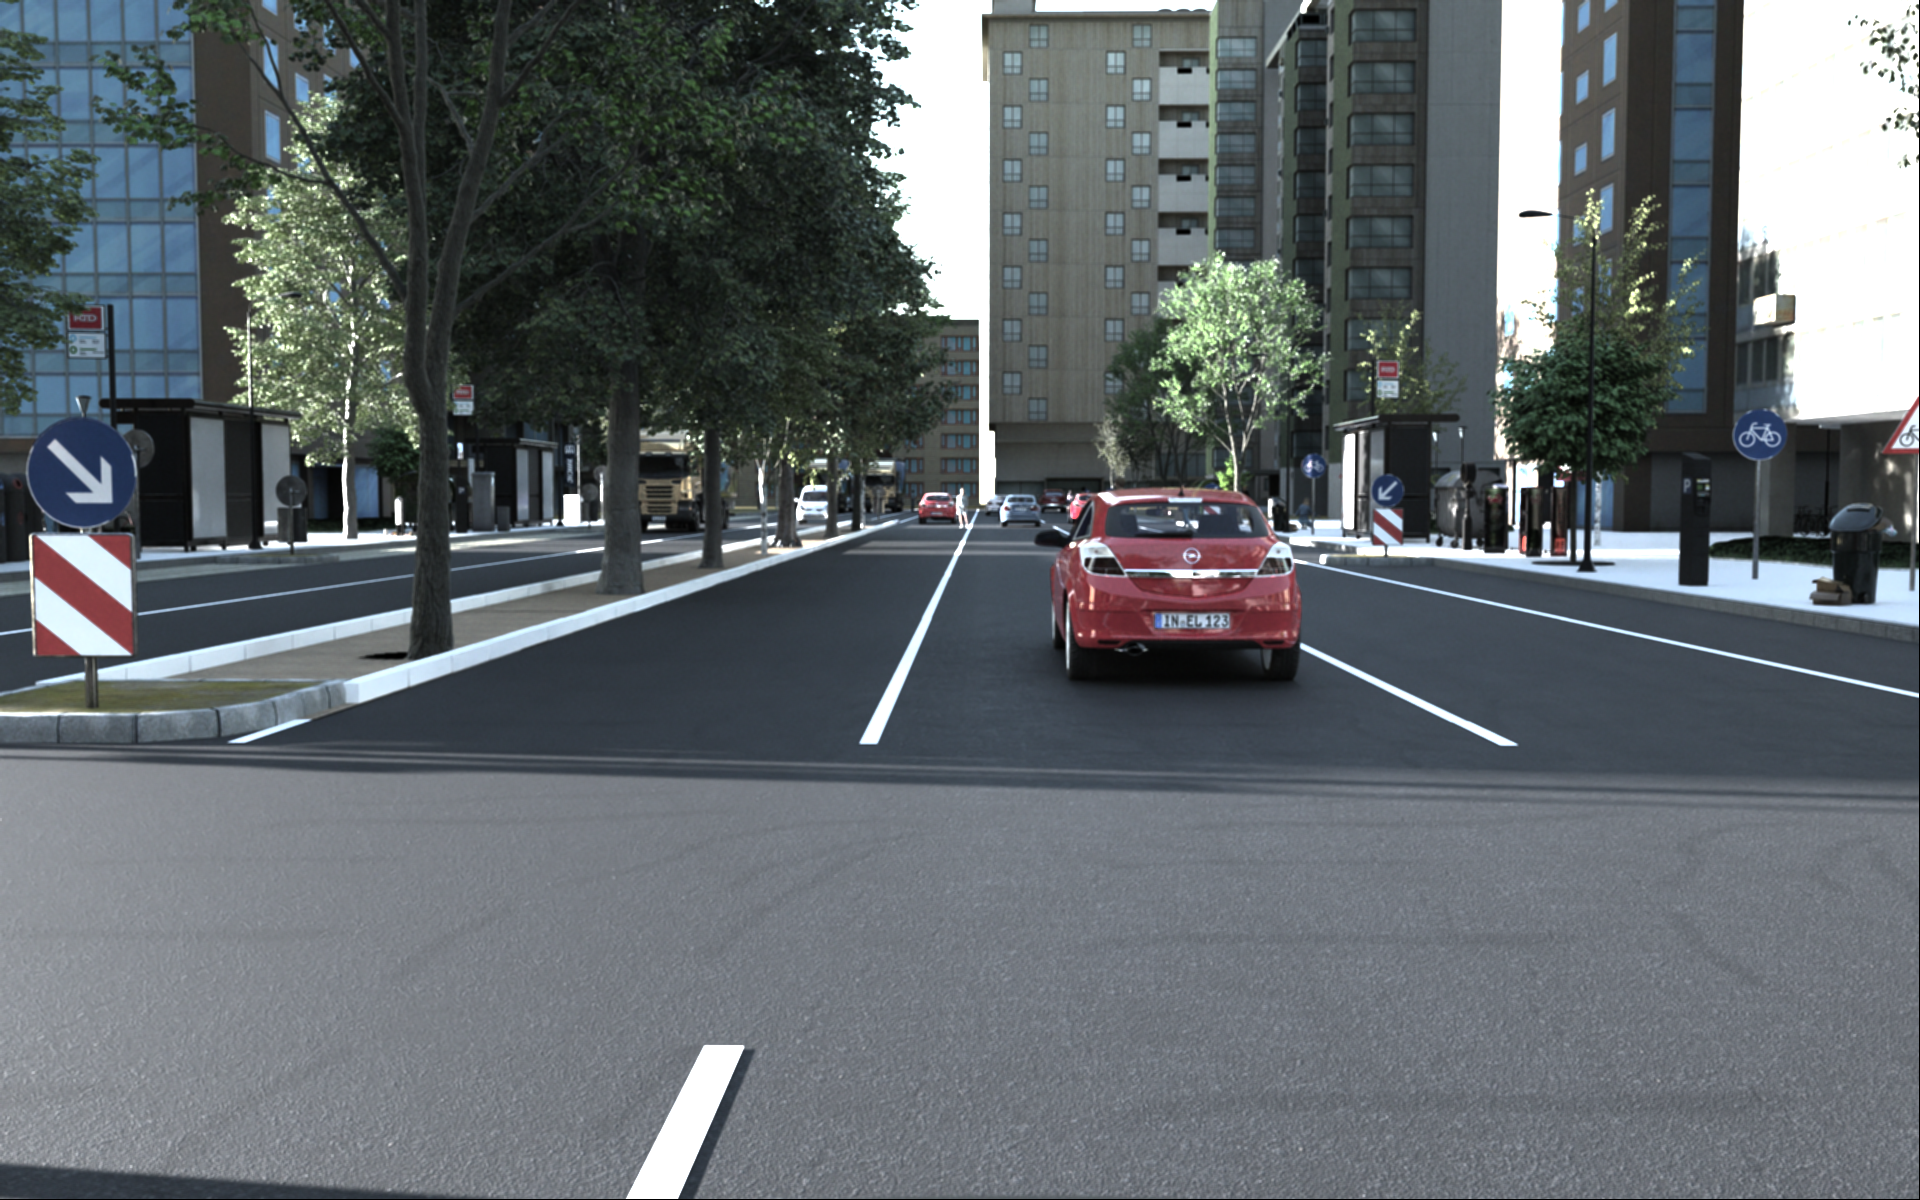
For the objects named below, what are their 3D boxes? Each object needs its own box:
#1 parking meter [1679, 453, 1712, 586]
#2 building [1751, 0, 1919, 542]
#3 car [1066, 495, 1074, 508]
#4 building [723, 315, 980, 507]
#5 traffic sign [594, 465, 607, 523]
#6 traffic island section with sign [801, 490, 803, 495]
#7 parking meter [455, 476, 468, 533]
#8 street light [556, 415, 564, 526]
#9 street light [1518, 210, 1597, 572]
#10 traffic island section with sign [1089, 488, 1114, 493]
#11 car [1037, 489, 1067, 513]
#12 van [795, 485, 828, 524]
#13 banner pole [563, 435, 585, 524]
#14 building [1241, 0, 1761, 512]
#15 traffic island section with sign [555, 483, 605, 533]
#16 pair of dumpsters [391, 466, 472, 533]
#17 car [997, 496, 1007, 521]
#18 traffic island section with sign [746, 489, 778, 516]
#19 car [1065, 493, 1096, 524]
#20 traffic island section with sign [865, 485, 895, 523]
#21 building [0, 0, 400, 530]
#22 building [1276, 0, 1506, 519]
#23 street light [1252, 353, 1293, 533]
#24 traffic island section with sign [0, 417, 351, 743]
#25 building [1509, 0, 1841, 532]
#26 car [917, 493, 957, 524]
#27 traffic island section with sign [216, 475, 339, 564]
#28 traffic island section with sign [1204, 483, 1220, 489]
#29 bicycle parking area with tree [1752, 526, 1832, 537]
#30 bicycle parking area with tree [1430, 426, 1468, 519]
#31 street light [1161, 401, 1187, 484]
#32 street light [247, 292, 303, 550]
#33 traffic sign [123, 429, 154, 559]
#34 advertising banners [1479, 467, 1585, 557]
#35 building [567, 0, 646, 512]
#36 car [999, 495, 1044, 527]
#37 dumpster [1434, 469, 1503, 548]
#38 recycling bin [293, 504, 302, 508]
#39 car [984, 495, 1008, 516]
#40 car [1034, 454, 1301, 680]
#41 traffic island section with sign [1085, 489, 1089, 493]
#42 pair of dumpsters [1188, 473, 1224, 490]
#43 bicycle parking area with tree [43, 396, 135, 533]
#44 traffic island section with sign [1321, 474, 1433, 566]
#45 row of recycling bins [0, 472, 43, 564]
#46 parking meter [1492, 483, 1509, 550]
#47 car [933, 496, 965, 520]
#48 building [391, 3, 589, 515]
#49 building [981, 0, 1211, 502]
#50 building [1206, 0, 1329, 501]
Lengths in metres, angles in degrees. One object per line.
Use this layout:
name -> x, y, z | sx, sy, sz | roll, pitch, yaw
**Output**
parking meter -> 10.302, -1.135, 24.265 | 0.255, 1.863, 0.399 | -1, 4, -8
building -> 30.650, -20.797, 31.917 | 23.993, 40.220, 32.217 | 0, 4, 1
car -> 10.087, -8.988, 159.526 | 1.945, 1.354, 3.894 | 0, 4, 1
building -> -12.247, -21.223, 192.029 | 28.899, 21.520, 27.650 | 0, 4, 1
traffic sign -> -15.797, -4.671, 76.475 | 0.768, 2.556, 0.104 | 0, 4, 4
traffic island section with sign -> -12.565, -8.069, 140.563 | 1.989, 1.847, 2.006 | 0, 4, 1
parking meter -> -16.383, -3.136, 56.982 | 0.399, 1.863, 0.255 | -1, 4, -18
street light -> -15.387, -5.887, 68.789 | 1.470, 5.913, 1.316 | 0, 4, 1
street light -> 9.822, -3.420, 28.463 | 1.470, 5.913, 1.316 | 0, 4, 1
traffic island section with sign -> 9.654, -6.372, 112.802 | 1.989, 1.847, 2.006 | 0, 4, 1
car -> 7.099, -7.603, 132.985 | 2.281, 1.827, 5.304 | 0, 4, 0
van -> -6.882, -4.659, 83.181 | 2.013, 2.044, 4.112 | 0, 4, -1
banner pole -> -16.474, -5.130, 73.886 | 0.863, 3.779, 0.401 | -1, 4, -18
building -> 36.460, -26.592, 126.668 | 32.217, 40.220, 23.993 | 0, 4, 1
traffic island section with sign -> -13.690, -3.366, 63.665 | 1.989, 1.847, 2.006 | 0, 4, 1
pair of dumpsters -> -17.972, -3.454, 58.965 | 1.574, 2.255, 4.437 | 0, 4, 1
car -> 2.944, -4.962, 93.710 | 1.945, 1.354, 3.894 | 0, 4, 2
traffic island section with sign -> -12.959, -6.421, 113.611 | 1.989, 1.847, 2.006 | 0, 4, 1
car -> 6.188, -4.578, 83.884 | 2.155, 1.783, 4.494 | 0, 4, 1
traffic island section with sign -> -4.097, -4.765, 86.045 | 2.006, 1.907, 1.989 | 0, 4, 1
building -> -30.319, -25.323, 64.136 | 14.600, 45.320, 14.200 | 0, 4, 1
building -> 26.790, -20.574, 108.091 | 14.160, 30.474, 14.107 | 0, 4, 1
street light -> 10.317, -5.182, 57.261 | 1.470, 5.913, 1.316 | 0, 4, 1
traffic island section with sign -> -5.192, -0.170, 10.915 | 2.006, 1.907, 1.989 | 0, 4, 1
building -> 28.991, -25.287, 63.553 | 14.600, 45.320, 14.200 | 0, 4, 1
car -> -1.049, -4.609, 84.397 | 2.155, 1.783, 4.494 | 0, 4, 1
traffic island section with sign -> -14.096, -1.676, 36.036 | 1.989, 1.847, 2.006 | 0, 4, 1
traffic island section with sign -> 8.912, -3.309, 62.722 | 1.989, 1.847, 2.006 | 0, 4, 1
bicycle parking area with tree -> 29.410, -4.072, 53.576 | 8.231, 4.147, 9.016 | 1, 4, 14
bicycle parking area with tree -> 21.664, -5.456, 76.206 | 9.016, 4.147, 8.231 | 1, 4, 17
street light -> 10.691, -6.943, 86.062 | 1.470, 5.913, 1.316 | 0, 4, 1
street light -> -15.815, -4.125, 39.989 | 1.470, 5.913, 1.316 | 0, 4, 1
traffic sign -> -16.195, -2.077, 34.064 | 0.768, 2.556, 0.104 | 1, 4, 10
advertising banners -> 12.176, -2.494, 36.962 | 2.074, 3.025, 0.090 | 2, 4, 29
building -> -30.059, -26.846, 122.529 | 14.154, 41.232, 14.086 | 0, 4, 1
car -> 2.706, -3.963, 76.791 | 2.014, 1.417, 4.499 | 0, 4, 3
dumpster -> 12.198, -2.187, 41.517 | 1.264, 1.857, 1.865 | 0, 4, 1
recycling bin -> -18.551, -2.147, 47.651 | 0.722, 1.027, 0.722 | -2, 4, -32
car -> 2.665, -6.405, 117.085 | 2.083, 1.381, 4.827 | 0, 4, 0
car -> 1.729, -0.354, 14.828 | 2.155, 1.783, 4.494 | 0, 4, 1
traffic island section with sign -> 10.054, -8.030, 139.918 | 1.989, 1.847, 2.006 | 0, 4, 1
pair of dumpsters -> 11.872, -4.921, 82.948 | 1.574, 2.255, 4.437 | 0, 4, 1
bicycle parking area with tree -> -27.812, -3.972, 51.946 | 8.231, 4.147, 9.016 | 3, 5, 39
traffic island section with sign -> 8.513, -1.653, 35.655 | 1.989, 1.847, 2.006 | 0, 4, 1
row of recycling bins -> -18.098, -1.543, 32.343 | 1.069, 1.692, 3.534 | -1, 4, -11
parking meter -> 12.500, -1.936, 40.067 | 0.372, 1.533, 0.369 | 0, 3, 0
car -> -0.587, -5.141, 96.637 | 1.945, 1.354, 3.894 | 0, 4, 2
building -> -34.556, -27.293, 100.873 | 22.147, 44.769, 28.867 | 0, 4, 1
building -> 16.064, -36.787, 190.708 | 27.495, 52.752, 28.713 | 0, 4, 1
building -> 27.736, -28.298, 146.270 | 14.154, 41.232, 14.086 | 0, 4, 1
